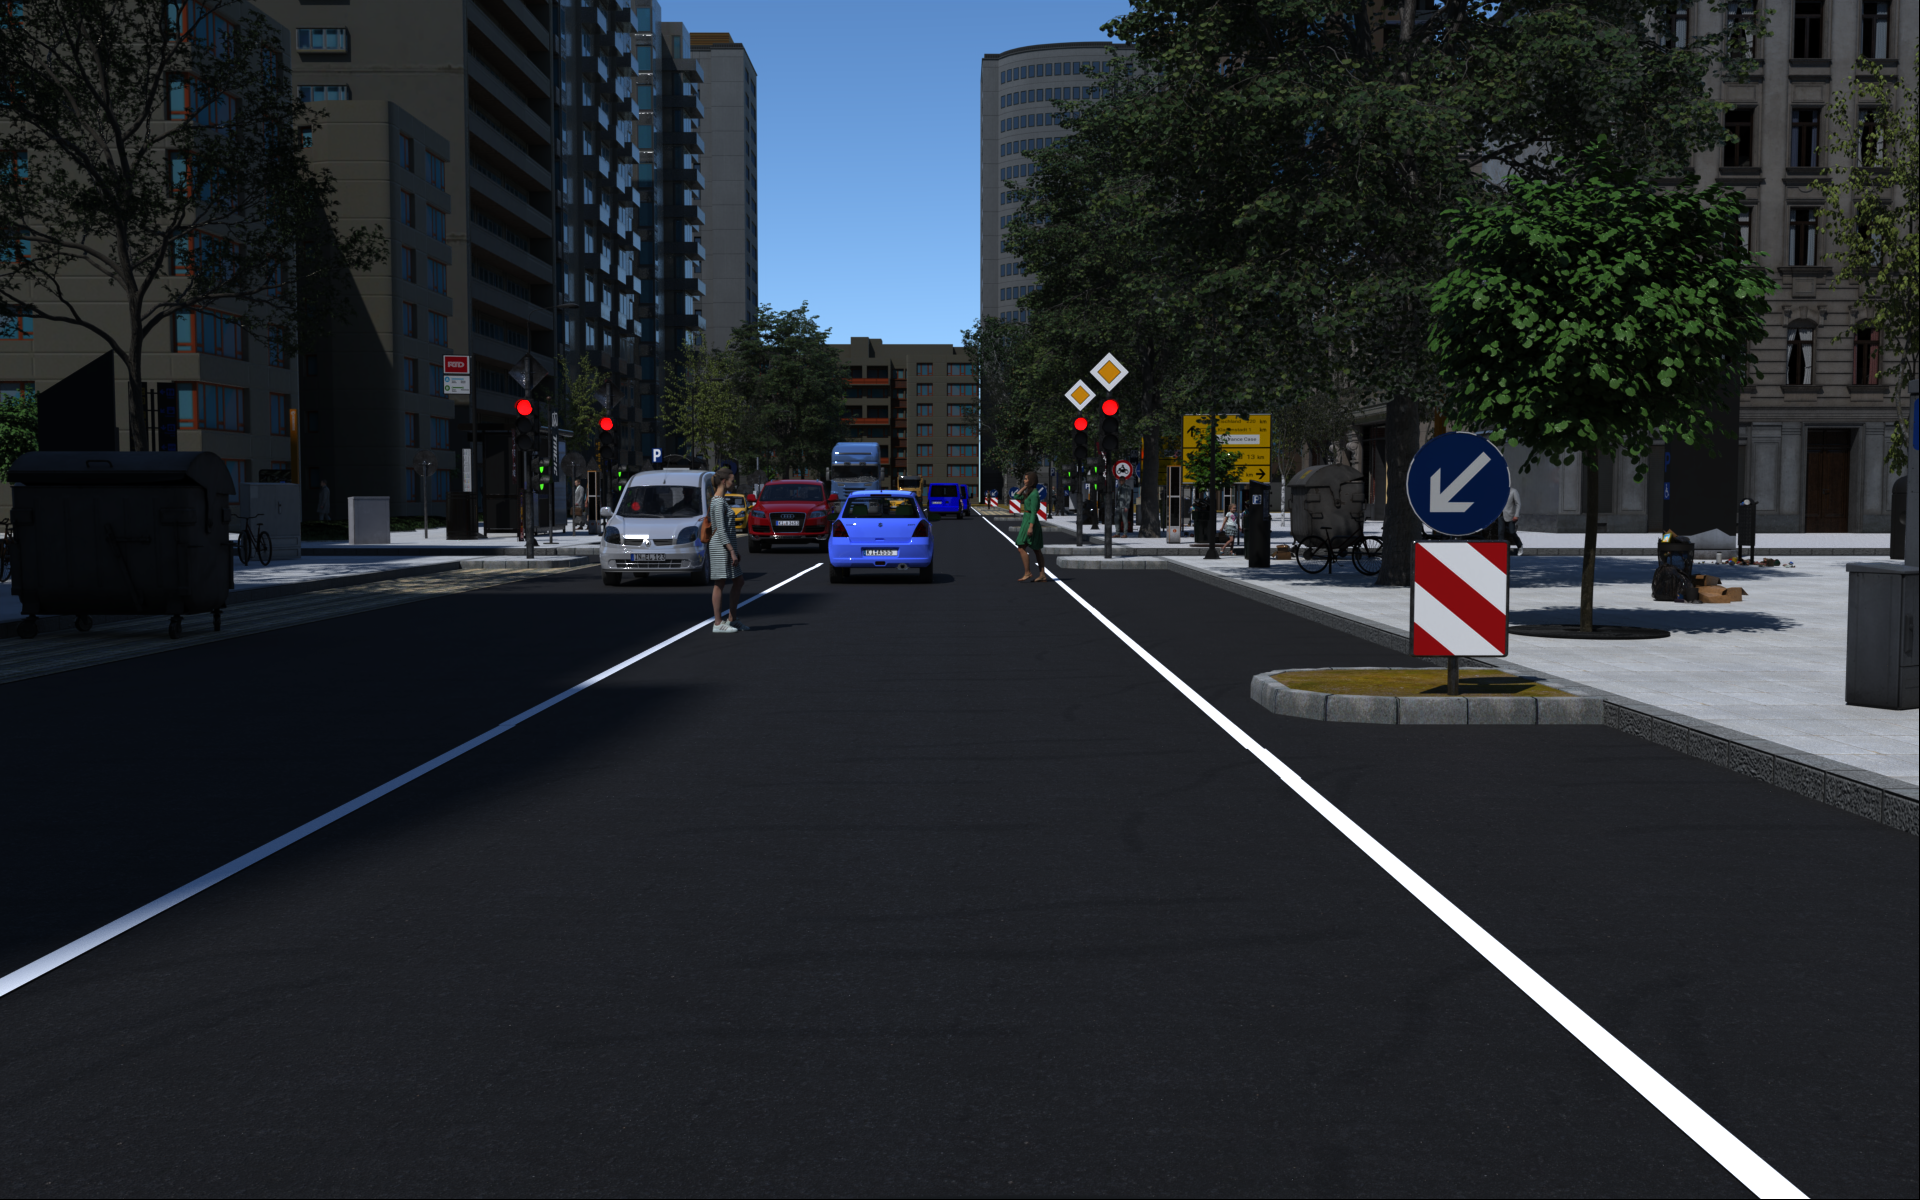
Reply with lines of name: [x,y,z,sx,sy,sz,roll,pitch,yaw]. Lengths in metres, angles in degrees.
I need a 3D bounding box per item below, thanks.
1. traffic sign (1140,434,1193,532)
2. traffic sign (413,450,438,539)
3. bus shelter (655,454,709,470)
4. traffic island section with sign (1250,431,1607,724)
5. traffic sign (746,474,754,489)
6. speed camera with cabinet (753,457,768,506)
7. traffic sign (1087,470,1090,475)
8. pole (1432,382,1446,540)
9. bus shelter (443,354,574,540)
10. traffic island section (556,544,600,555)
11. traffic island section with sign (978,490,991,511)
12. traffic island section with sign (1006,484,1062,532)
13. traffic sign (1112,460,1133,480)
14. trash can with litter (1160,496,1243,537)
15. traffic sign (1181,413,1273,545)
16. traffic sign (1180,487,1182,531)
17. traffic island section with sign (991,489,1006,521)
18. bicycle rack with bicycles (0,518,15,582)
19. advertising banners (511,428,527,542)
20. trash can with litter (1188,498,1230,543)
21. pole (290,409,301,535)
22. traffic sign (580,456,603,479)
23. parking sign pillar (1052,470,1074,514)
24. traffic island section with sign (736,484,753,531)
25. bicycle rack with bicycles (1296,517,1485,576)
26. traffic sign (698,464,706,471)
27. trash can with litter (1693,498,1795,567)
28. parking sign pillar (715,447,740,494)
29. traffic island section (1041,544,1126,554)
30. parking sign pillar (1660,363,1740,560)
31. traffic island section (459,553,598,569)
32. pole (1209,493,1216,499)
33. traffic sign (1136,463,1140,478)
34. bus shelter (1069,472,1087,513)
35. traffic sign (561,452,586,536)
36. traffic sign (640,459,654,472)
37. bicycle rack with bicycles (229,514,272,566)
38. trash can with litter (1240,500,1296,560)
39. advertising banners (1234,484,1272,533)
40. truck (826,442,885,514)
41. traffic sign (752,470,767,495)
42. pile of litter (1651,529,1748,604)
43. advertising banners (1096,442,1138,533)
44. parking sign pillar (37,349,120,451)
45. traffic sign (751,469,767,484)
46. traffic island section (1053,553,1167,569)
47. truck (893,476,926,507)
traffic sign: [7.192,-3.941,58.304,2.265,3.308,0.079,1,4,9]
traffic sign: [-15.416,-3.048,49.944,0.768,2.556,0.104,1,4,9]
bus shelter: [-14.538,-5.934,90.937,2.014,3.302,5.546,0,4,0]
traffic island section with sign: [3.041,-0.189,11.719,1.989,1.847,2.006,0,4,0]
traffic sign: [-12.935,-6.598,107.976,0.768,2.556,0.104,0,4,3]
speed camera with cabinet: [-10.735,-5.961,91.800,0.660,3.252,2.038,1,4,11]
traffic sign: [6.608,-5.194,85.020,0.768,2.556,0.104,0,4,3]
pole: [8.790,-2.319,31.754,0.158,3.312,0.155,0,3,0]
bus shelter: [-13.770,-4.582,52.553,2.179,5.291,8.768,0,3,0]
traffic island section: [-8.589,-1.234,42.453,2.009,0.180,2.903,0,4,0]
traffic island section with sign: [2.718,-8.299,144.314,1.989,1.847,2.006,0,4,0]
traffic island section with sign: [2.897,-3.575,67.073,1.989,1.847,2.006,0,4,0]
traffic sign: [6.018,-3.917,64.143,0.768,2.556,0.104,0,4,1]
trash can with litter: [7.285,-2.497,51.877,1.678,1.210,2.233,-2,4,-35]
traffic sign: [6.712,-3.046,43.678,2.265,3.308,0.079,0,4,7]
traffic sign: [7.729,-3.704,60.665,0.768,2.556,0.104,0,4,2]
traffic island section with sign: [2.845,-5.227,94.087,1.989,1.847,2.006,0,4,0]
bicycle rack with bicycles: [-13.617,-0.751,25.664,2.852,0.926,2.925,0,4,4]
advertising banners: [-11.932,-3.111,47.056,0.090,3.025,2.074,0,4,-1]
trash can with litter: [6.522,-2.065,45.156,1.055,1.170,0.624,-2,4,-24]
pole: [-15.984,-2.924,41.644,0.158,3.312,0.155,0,3,0]
traffic sign: [-12.668,-3.651,59.690,0.884,2.594,0.081,1,4,8]
parking sign pillar: [6.540,-7.427,109.909,1.447,3.967,1.447,-1,4,-15]
traffic island section with sign: [-8.316,-3.574,67.057,1.989,1.847,2.006,0,4,0]
bicycle rack with bicycles: [7.226,-0.874,27.672,2.852,0.926,2.925,-3,5,-43]
traffic sign: [-11.012,-4.518,73.865,0.884,2.594,0.081,1,4,9]
trash can with litter: [14.253,-1.234,31.230,1.678,1.210,2.233,0,4,0]
parking sign pillar: [-13.026,-6.640,97.041,1.447,3.967,1.447,-1,4,-16]
traffic island section: [2.952,-1.235,42.474,2.009,0.180,2.903,0,4,0]
parking sign pillar: [14.723,-2.810,34.410,1.447,3.967,1.447,0,4,5]
traffic island section: [-8.571,-0.745,34.468,2.009,0.180,2.903,0,4,0]
pole: [8.325,-3.864,57.013,0.158,3.312,0.155,0,3,0]
traffic sign: [7.000,-3.985,65.262,0.768,2.556,0.104,0,4,7]
bus shelter: [7.639,-7.319,113.590,2.014,3.302,5.546,0,3,0]
traffic sign: [-11.724,-3.207,52.541,0.768,2.556,0.104,0,4,2]
traffic sign: [-11.523,-3.910,63.938,0.884,2.594,0.081,0,4,1]
bicycle rack with bicycles: [-13.954,-1.092,31.237,2.852,0.926,2.925,-3,4,-36]
trash can with litter: [6.039,-1.378,33.913,1.055,1.170,0.624,0,4,2]
advertising banners: [9.409,-3.691,56.534,0.090,3.025,2.074,-3,4,-36]
truck: [-5.384,-6.499,96.021,2.967,4.110,18.799,0,4,-1]
traffic sign: [-10.436,-5.500,90.037,0.768,2.556,0.104,0,4,8]
pile of litter: [8.955,-0.432,21.036,1.176,0.858,1.719,3,4,38]
advertising banners: [5.549,-3.756,57.597,2.074,3.025,0.090,1,4,11]
parking sign pillar: [-16.414,-2.680,32.295,1.447,3.967,1.447,-1,4,-15]
traffic sign: [-10.496,-5.540,90.585,0.884,2.594,0.081,0,4,2]
traffic island section: [2.971,-0.747,34.489,2.009,0.180,2.903,0,4,0]
truck: [-5.271,-11.477,183.575,3.469,3.379,9.791,0,4,0]
